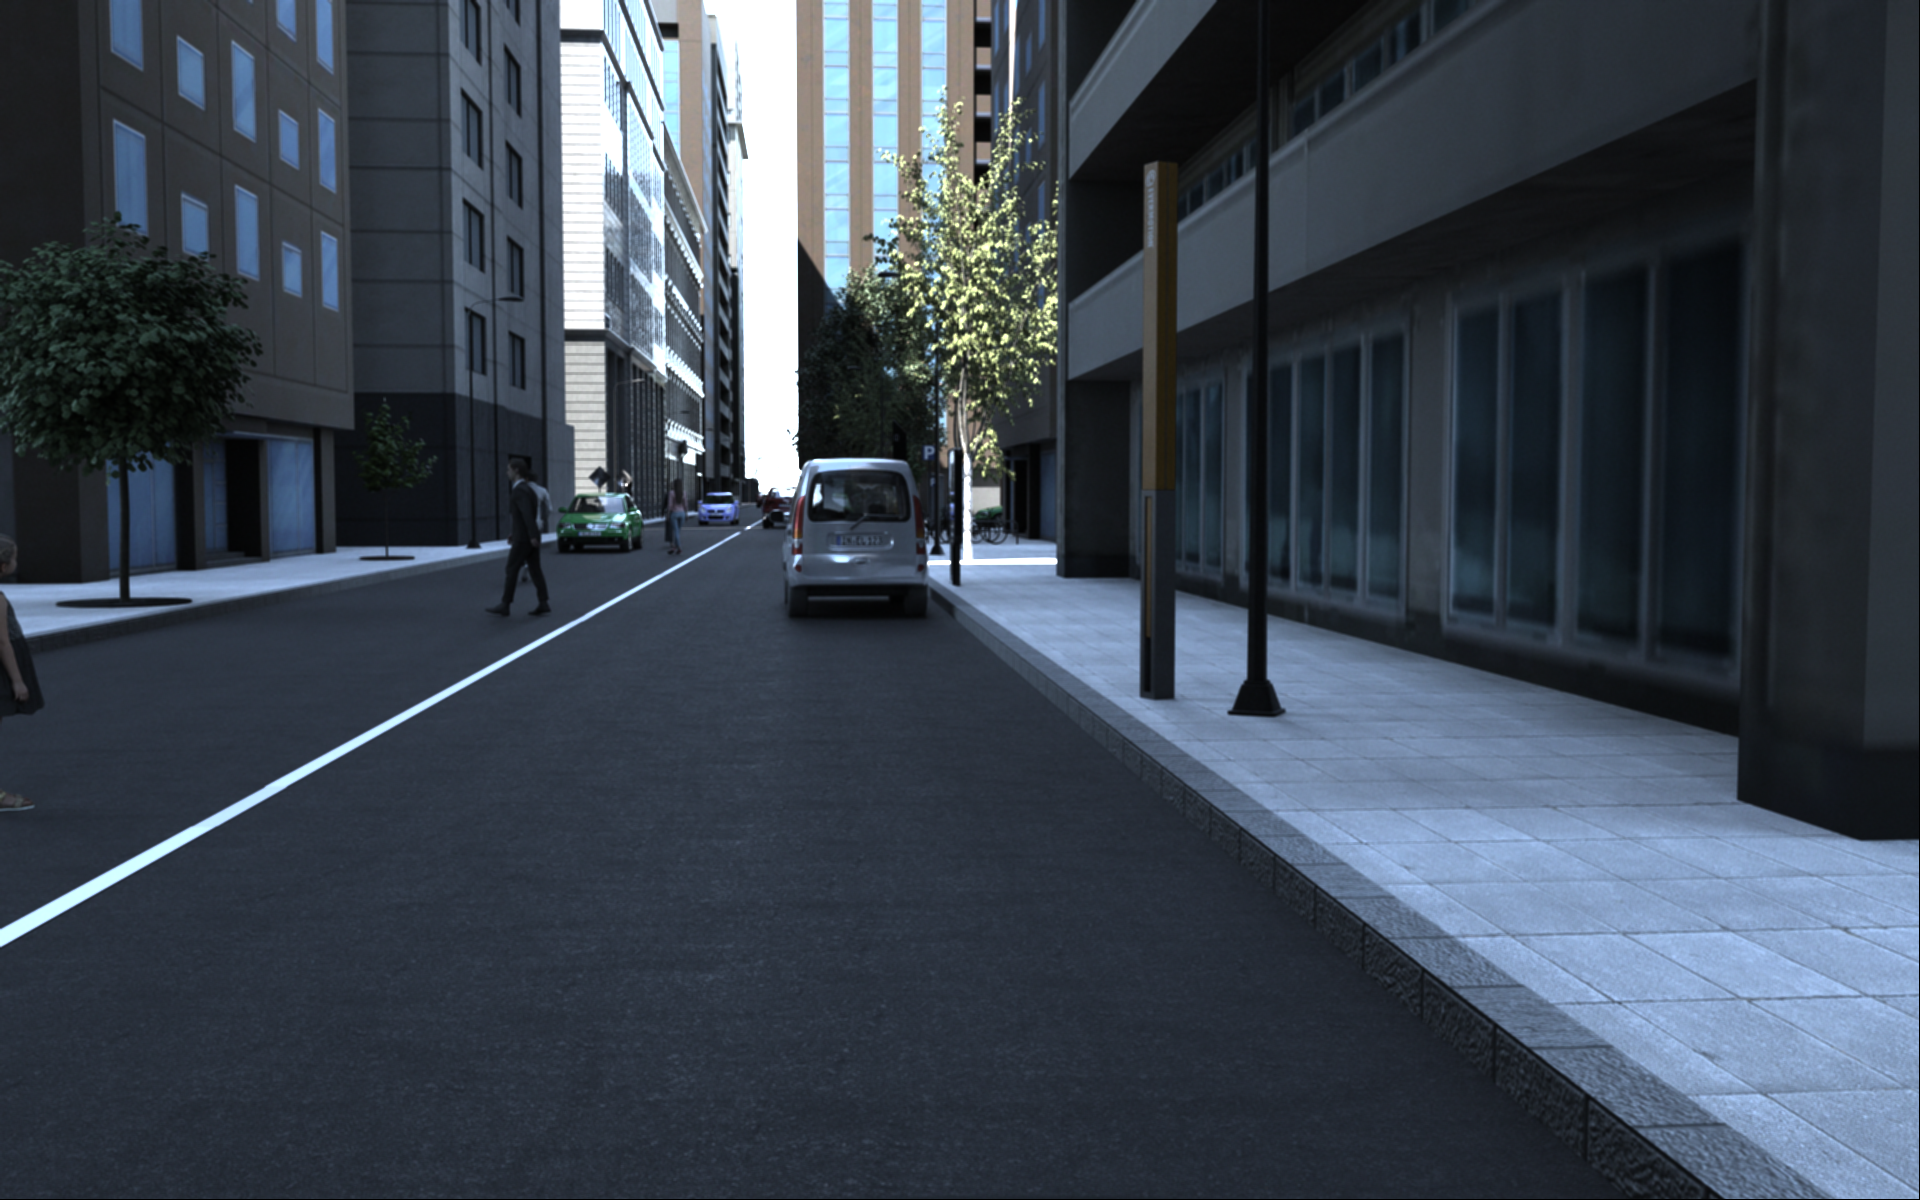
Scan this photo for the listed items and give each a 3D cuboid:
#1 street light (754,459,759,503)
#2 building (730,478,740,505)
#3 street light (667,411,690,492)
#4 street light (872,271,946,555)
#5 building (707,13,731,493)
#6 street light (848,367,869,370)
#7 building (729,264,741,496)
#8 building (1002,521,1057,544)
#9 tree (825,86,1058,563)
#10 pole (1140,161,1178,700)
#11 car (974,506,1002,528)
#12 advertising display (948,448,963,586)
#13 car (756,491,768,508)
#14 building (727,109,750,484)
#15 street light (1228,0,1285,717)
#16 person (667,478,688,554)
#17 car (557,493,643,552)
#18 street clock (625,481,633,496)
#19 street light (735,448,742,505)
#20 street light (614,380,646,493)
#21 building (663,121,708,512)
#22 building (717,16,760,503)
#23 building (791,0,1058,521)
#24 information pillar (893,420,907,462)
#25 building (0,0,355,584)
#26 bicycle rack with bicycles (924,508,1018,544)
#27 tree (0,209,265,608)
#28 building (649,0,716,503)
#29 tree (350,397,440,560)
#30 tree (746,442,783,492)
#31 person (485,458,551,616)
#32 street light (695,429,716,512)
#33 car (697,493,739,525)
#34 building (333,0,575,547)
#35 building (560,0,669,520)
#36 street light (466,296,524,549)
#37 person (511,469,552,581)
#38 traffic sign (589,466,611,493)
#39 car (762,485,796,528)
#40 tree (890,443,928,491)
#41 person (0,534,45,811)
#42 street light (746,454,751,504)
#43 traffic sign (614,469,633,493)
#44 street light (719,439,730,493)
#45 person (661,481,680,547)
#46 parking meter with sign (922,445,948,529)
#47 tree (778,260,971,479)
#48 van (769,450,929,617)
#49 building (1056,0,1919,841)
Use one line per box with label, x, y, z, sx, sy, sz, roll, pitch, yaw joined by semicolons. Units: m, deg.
street light;-27.370;-15.725;229.642;1.470;5.913;1.316;0;4;-5
building;-40.964;-30.558;191.498;32.217;40.220;23.993;0;4;-5
street light;-15.784;-7.606;96.906;1.470;5.913;1.316;0;4;-5
street light;-1.022;-3.903;36.351;1.470;5.913;1.316;0;4;-5
building;-33.724;-33.326;168.579;21.300;48.544;21.600;0;4;-5
street light;-3.396;-5.550;63.277;1.470;5.913;1.316;0;4;-5
building;-34.171;-26.897;211.469;14.160;30.474;14.107;0;4;-5
building;8.499;-24.436;49.636;14.600;45.320;14.200;0;4;-5
tree;0.394;-5.002;32.152;4.737;8.622;4.395;0;3;0
pole;1.240;-1.036;10.788;0.158;3.312;0.155;0;3;0
car;2.902;-3.703;69.334;4.718;1.807;1.959;0;4;-6
advertising display;-0.070;-1.181;24.516;0.123;1.923;0.974;0;4;-6
car;-20.690;-10.809;185.394;2.281;1.827;5.304;0;4;-4
building;-43.835;-39.807;240.084;28.713;52.752;27.495;0;4;-5
street light;1.196;-2.286;9.917;1.470;5.913;1.316;0;4;-5
person;-6.742;-2.013;41.415;0.555;1.821;0.388;-3;5;-43
car;-9.106;-2.152;43.986;1.959;1.807;4.718;0;4;-5
street clock;-13.680;-4.099;71.582;0.358;2.002;0.471;0;4;-1
street light;-22.449;-12.259;172.979;1.470;5.913;1.316;0;4;-5
street light;-13.437;-5.980;70.312;1.470;5.913;1.316;0;4;-5
building;-27.172;-21.021;120.116;17.030;29.872;44.131;0;4;-5
building;-41.656;-50.530;264.410;20.563;71.187;20.611;0;4;-5
building;-2.464;-27.488;99.537;14.600;45.320;14.200;0;4;-5
information pillar;-1.909;-3.868;54.590;0.504;3.616;0.183;2;4;34
building;-19.687;-23.206;29.533;14.600;45.320;14.200;0;4;-5
bicycle rack with bicycles;0.112;-1.914;44.670;2.925;0.926;2.852;-1;4;-21
tree;-9.801;-2.221;20.033;4.285;4.588;4.351;0;3;0
building;-28.909;-30.641;151.084;14.600;45.320;14.200;0;4;-5
tree;-11.275;-2.394;33.742;1.663;3.219;1.824;0;3;0
tree;-34.915;-22.484;302.017;8.767;10.594;7.601;0;4;-4
person;-5.218;-0.744;20.443;0.755;1.850;0.659;0;4;5
street light;-18.226;-9.221;123.297;1.470;5.913;1.316;0;4;-5
car;-11.274;-4.368;81.013;1.945;1.707;3.694;0;4;-3
building;-23.301;-37.385;49.504;20.611;71.187;20.563;0;4;-5
building;-20.970;-18.723;83.619;11.434;29.767;29.804;0;4;-5
street light;-10.939;-4.172;40.748;1.470;5.913;1.316;0;4;-5
person;-7.080;-1.241;28.637;0.661;1.843;0.795;-1;4;-17
traffic sign;-12.996;-3.601;62.517;0.795;2.450;0.064;0;4;-5
car;-7.382;-4.022;74.435;2.281;1.827;5.304;0;4;-3
tree;-1.842;-3.936;58.955;1.663;3.219;1.824;0;3;0
person;-4.386;0.321;7.915;0.373;1.253;0.362;-3;4;-37
street light;-24.788;-13.876;199.406;1.470;5.913;1.316;0;4;-5
traffic sign;-13.687;-4.087;70.472;0.795;2.450;0.064;0;4;-5
street light;-20.217;-10.644;146.569;1.470;5.913;1.316;0;4;-5
person;-7.792;-2.324;46.912;0.576;1.772;0.534;-1;4;-19
parking meter with sign;-0.840;-4.046;62.407;0.543;3.016;1.738;1;4;16
tree;-4.112;-10.262;84.795;9.611;12.733;9.660;0;3;0
van;-1.370;-0.898;21.687;2.013;2.044;4.112;0;4;-7
building;13.035;-24.011;16.284;21.300;48.544;21.600;0;4;-5
